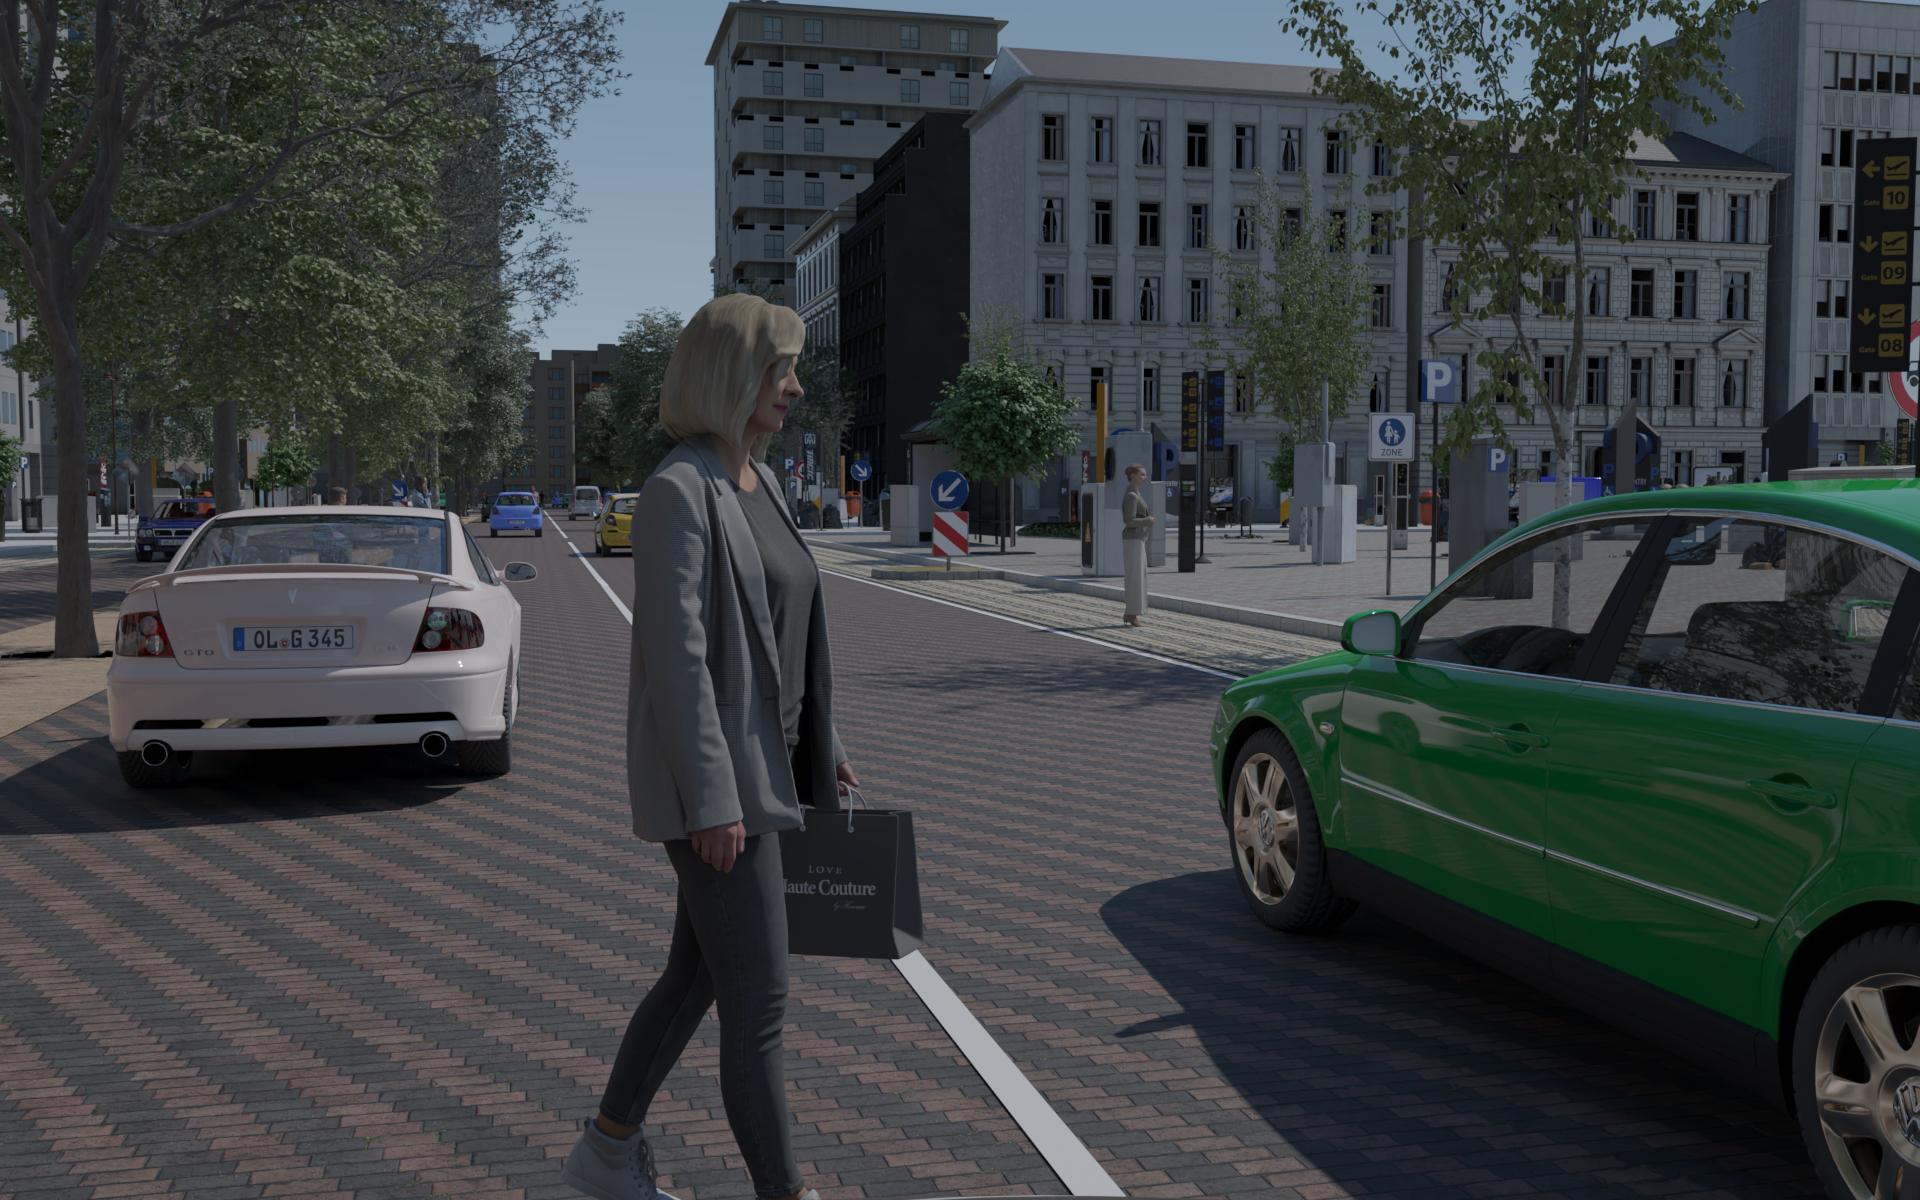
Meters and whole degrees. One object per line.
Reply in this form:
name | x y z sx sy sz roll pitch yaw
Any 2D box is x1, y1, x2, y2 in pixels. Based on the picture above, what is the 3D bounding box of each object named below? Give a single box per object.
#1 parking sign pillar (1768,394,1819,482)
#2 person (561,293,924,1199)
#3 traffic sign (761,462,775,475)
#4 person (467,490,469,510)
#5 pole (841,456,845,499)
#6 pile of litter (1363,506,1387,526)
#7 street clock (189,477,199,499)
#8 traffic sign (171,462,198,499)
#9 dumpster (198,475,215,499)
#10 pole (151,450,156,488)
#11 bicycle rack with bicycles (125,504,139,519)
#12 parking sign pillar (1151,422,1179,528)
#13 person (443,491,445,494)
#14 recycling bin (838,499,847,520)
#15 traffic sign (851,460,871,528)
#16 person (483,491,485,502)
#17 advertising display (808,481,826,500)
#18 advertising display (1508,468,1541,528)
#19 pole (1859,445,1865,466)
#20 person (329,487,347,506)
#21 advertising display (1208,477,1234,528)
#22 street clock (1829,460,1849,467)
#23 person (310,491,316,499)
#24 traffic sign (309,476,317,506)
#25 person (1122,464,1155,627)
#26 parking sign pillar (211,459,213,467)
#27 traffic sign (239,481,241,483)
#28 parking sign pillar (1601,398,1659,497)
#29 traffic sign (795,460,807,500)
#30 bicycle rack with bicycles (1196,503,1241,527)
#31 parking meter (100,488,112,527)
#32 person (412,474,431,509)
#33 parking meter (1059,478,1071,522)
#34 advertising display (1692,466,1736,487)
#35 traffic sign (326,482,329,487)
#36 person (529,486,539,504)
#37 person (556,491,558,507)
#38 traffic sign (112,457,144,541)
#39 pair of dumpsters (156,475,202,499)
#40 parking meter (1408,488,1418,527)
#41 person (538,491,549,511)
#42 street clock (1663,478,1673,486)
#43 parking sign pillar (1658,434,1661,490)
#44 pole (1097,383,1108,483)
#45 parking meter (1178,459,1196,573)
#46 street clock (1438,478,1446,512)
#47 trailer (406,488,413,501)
parking sign pillar | 22.673 -3.589 47.144 1.447 3.967 1.447 -1 4 -23
person | -0.425 0.328 3.316 0.728 1.800 0.709 1 4 18
traffic sign | -5.859 -2.908 51.186 0.795 2.450 0.064 -1 4 -14
person | -44.595 -9.046 156.533 0.705 1.807 1.348 0 4 7
pole | -6.236 -6.006 92.040 0.158 3.312 0.155 0 3 0
pile of litter | 16.869 -3.451 70.392 1.719 0.858 1.176 -3 5 -41
street clock | -32.297 -4.188 73.047 0.358 2.002 0.471 -2 4 -27
traffic sign | -24.524 -3.130 54.823 0.795 2.450 0.064 -1 4 -14
dumpster | -37.514 -5.167 86.969 1.502 2.255 1.985 -1 4 -14
pole | -33.064 -4.723 71.061 0.158 3.312 0.155 0 3 0
bicycle rack with bicycles | -40.760 -4.606 88.696 2.925 0.926 2.852 1 4 11
parking sign pillar | 7.746 -4.700 65.319 1.447 3.967 1.447 3 5 44
person | -48.877 -9.501 164.363 0.617 1.759 0.750 1 4 22
recycling bin | -6.013 -4.439 85.134 0.722 1.027 0.722 2 4 29
traffic sign | -3.746 -4.009 65.659 0.768 2.556 0.104 0 4 -6
person | -53.374 -11.374 194.405 0.705 1.831 1.348 0 4 -7
advertising display | -7.193 -5.015 87.214 0.974 1.923 0.123 1 4 18
advertising display | 14.072 -2.331 43.329 0.974 1.923 0.123 -1 4 -16
pole | 37.699 -4.809 72.468 0.158 3.312 0.155 0 3 0
person | -7.082 -0.518 19.567 0.503 1.515 0.523 -3 4 -38
advertising display | 9.854 -3.683 65.428 0.974 1.923 0.123 -1 4 -11
street clock | 18.615 -1.967 36.729 0.471 2.002 0.358 -3 5 -40
person | -76.055 -11.911 203.950 0.721 1.736 1.217 1 4 17
traffic sign | -44.600 -7.274 119.030 0.768 2.556 0.104 -1 4 -9
person | 1.914 -0.583 18.584 0.362 1.759 0.519 0 4 6
parking sign pillar | -52.872 -8.288 123.983 1.447 3.967 1.447 2 4 27
traffic sign | -37.984 -5.540 90.685 0.768 2.556 0.104 -1 4 -13
parking sign pillar | 18.362 -3.659 48.296 1.447 3.967 1.447 3 5 44
traffic sign | -5.801 -3.978 65.145 0.768 2.556 0.104 0 4 -6
bicycle rack with bicycles | 9.410 -3.416 69.232 2.925 0.926 2.852 2 4 34
parking meter | -33.320 -3.617 67.547 0.372 1.533 0.369 0 3 0
person | -9.810 -1.389 31.476 0.793 1.790 0.793 3 5 42
parking meter | 3.815 -3.507 63.056 0.399 1.863 0.255 2 4 24
advertising display | 17.434 -2.132 40.075 0.123 1.923 0.974 -3 5 -41
traffic sign | -44.674 -7.540 123.290 0.884 2.594 0.081 -1 4 -9
person | -19.769 -4.383 80.179 0.555 1.821 0.388 -2 4 -30
person | -44.641 -11.164 191.588 0.434 1.755 0.990 0 4 -1
traffic sign | -22.603 -2.656 47.071 0.795 2.450 0.064 -1 4 -14
pair of dumpsters | -34.210 -4.462 75.442 1.574 2.255 4.437 -1 4 -14
parking meter | 17.668 -3.615 67.518 0.372 1.533 0.369 0 3 0
person | -36.392 -8.659 150.903 1.217 1.723 0.721 0 4 3
street clock | 32.165 -4.533 78.684 0.358 2.002 0.471 0 4 -7
parking sign pillar | 21.453 -4.045 54.615 1.447 3.967 1.447 -1 4 -20
pole | 2.620 -2.332 31.978 0.158 3.312 0.155 0 3 0
parking meter | 3.718 -1.386 28.365 0.255 1.863 0.399 0 4 1
street clock | 19.940 -4.105 71.683 0.358 2.002 0.471 2 4 28
trailer | -50.301 -9.282 158.811 1.471 1.999 3.904 -1 4 -15
